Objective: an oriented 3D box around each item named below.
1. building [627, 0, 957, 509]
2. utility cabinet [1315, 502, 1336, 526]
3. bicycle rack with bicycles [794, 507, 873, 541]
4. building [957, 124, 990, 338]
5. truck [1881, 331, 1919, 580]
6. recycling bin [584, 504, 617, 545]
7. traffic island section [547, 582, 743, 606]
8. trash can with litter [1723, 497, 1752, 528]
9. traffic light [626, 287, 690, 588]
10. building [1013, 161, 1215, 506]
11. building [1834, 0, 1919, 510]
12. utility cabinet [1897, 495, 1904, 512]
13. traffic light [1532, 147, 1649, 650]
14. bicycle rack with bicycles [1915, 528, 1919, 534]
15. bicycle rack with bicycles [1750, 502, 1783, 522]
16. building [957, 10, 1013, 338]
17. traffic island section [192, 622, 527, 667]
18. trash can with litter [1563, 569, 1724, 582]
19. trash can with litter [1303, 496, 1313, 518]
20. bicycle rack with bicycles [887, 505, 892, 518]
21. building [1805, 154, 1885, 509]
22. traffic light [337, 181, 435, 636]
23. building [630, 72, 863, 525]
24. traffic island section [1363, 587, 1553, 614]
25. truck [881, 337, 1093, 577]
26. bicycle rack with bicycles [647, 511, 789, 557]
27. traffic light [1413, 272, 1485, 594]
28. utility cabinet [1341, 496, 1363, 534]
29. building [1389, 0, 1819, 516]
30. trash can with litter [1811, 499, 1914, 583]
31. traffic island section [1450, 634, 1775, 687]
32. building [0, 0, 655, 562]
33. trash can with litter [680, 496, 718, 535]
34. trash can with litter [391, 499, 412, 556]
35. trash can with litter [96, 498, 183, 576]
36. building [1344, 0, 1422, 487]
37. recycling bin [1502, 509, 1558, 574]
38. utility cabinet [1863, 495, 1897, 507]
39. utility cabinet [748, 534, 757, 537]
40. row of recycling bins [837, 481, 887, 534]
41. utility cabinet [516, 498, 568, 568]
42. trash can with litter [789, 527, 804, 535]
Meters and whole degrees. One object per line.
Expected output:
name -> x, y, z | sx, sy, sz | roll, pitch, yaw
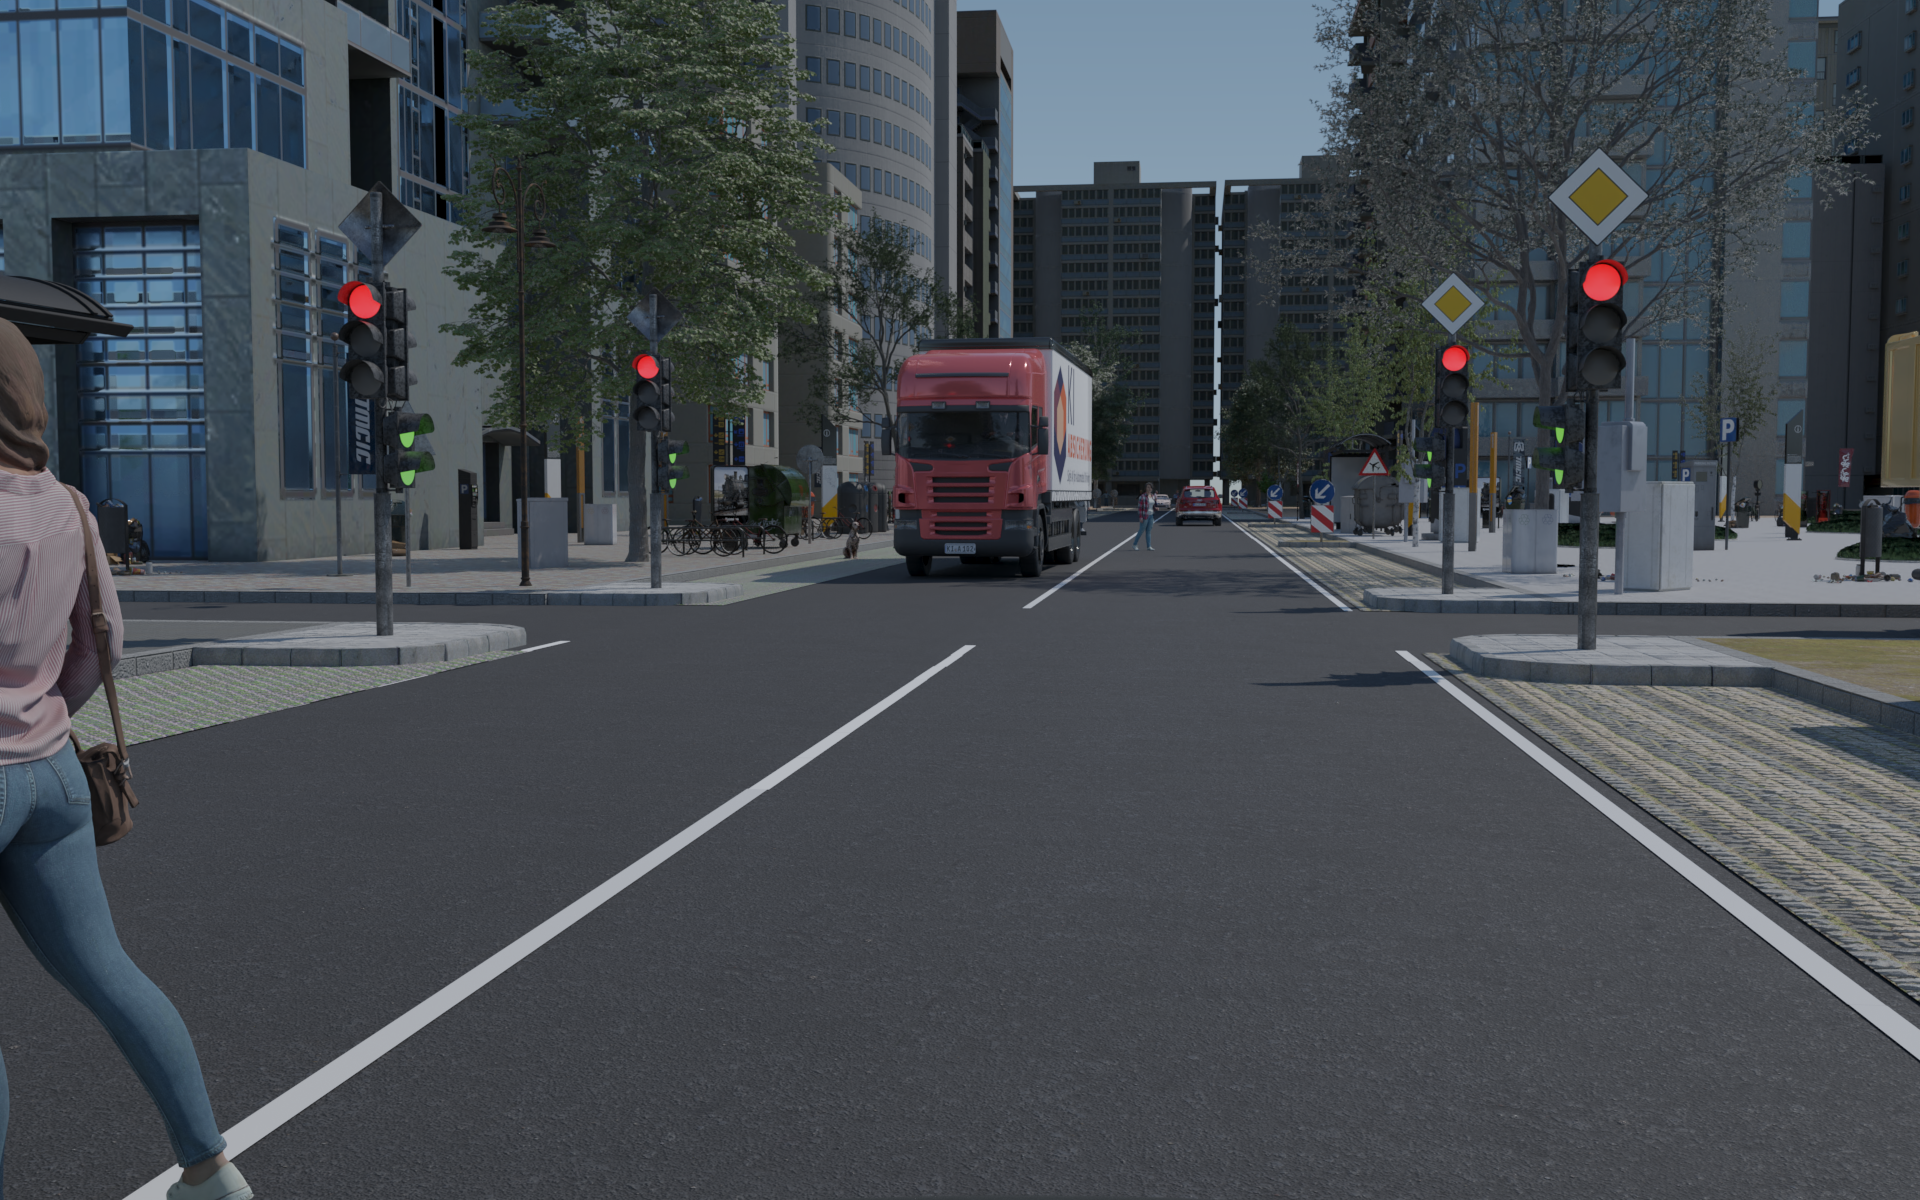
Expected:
building -> -12.522, -35.041, 114.915 | 21.231, 58.520, 28.212 | 0, 4, 8
utility cabinet -> 14.814, -3.711, 69.358 | 1.173, 1.500, 0.318 | 0, 4, -3
bicycle rack with bicycles -> -4.288, -2.172, 48.891 | 2.925, 0.926, 2.852 | 3, 4, 37
building -> -5.408, -22.289, 136.121 | 14.160, 30.474, 14.107 | 0, 4, 8
truck -> 14.461, -1.262, 16.551 | 9.791, 3.379, 3.469 | 1, 4, 10
recycling bin -> -9.111, -1.916, 43.878 | 0.722, 1.027, 0.722 | 0, 4, -2
traffic island section -> -4.166, -0.084, 23.652 | 2.009, 0.180, 2.903 | 0, 4, 8
trash can with litter -> 29.166, -3.282, 65.043 | 0.624, 1.170, 1.055 | -2, 4, -25
traffic light -> -4.128, -2.116, 23.512 | 0.839, 4.253, 0.868 | 0, 4, 8
building -> 18.393, -31.379, 204.923 | 23.993, 40.220, 32.217 | 0, 4, 8
building -> 87.597, -31.842, 144.323 | 21.600, 48.544, 21.300 | 0, 4, 8
utility cabinet -> 42.342, -4.116, 78.457 | 1.020, 1.237, 0.306 | -2, 4, -29
traffic light -> 5.165, -1.547, 14.211 | 0.839, 4.253, 0.868 | 0, 4, 8
bicycle rack with bicycles -> 27.467, -2.040, 46.734 | 2.925, 0.926, 2.852 | -1, 4, -11
bicycle rack with bicycles -> 37.710, -4.143, 81.123 | 2.852, 0.926, 2.925 | 2, 4, 35
building -> -2.889, -31.180, 159.903 | 14.200, 45.320, 14.600 | 0, 4, 8
traffic island section -> -5.242, 0.400, 15.739 | 2.009, 0.180, 2.903 | 0, 4, 8
trash can with litter -> 10.125, -0.913, 25.989 | 1.678, 1.210, 2.233 | -2, 4, -29
trash can with litter -> 18.999, -5.061, 94.135 | 1.055, 1.170, 0.624 | -3, 5, -41
bicycle rack with bicycles -> -2.750, -4.299, 83.670 | 2.852, 0.926, 2.925 | 1, 4, 14
building -> 70.208, -23.194, 150.929 | 14.107, 30.474, 14.160 | 0, 4, 8
traffic light -> -5.203, -1.632, 15.599 | 0.839, 4.253, 0.868 | 0, 4, 8
building -> -21.252, -14.793, 86.898 | 27.650, 21.520, 28.899 | 0, 4, 8
traffic island section -> 6.279, 0.003, 22.232 | 2.009, 0.180, 2.903 | 0, 4, 8
truck -> 0.824, -2.723, 33.437 | 2.839, 4.237, 11.283 | 1, 4, 9
bicycle rack with bicycles -> -5.287, -1.394, 36.170 | 2.925, 0.926, 2.852 | 1, 4, 8
traffic light -> 6.241, -2.031, 22.123 | 0.839, 4.253, 0.868 | 0, 4, 8
utility cabinet -> 12.744, -2.765, 56.367 | 0.306, 1.237, 1.020 | -1, 4, -15
building -> 42.015, -30.325, 115.419 | 23.786, 49.044, 30.456 | 0, 4, 8
trash can with litter -> 13.241, -0.897, 25.717 | 2.233, 1.210, 1.678 | -3, 4, -39
traffic island section -> 5.203, 0.487, 14.319 | 2.009, 0.180, 2.903 | 0, 4, 8
building -> -22.204, -44.902, 46.817 | 22.319, 86.520, 31.000 | 0, 4, 8
trash can with litter -> -8.109, -2.694, 55.098 | 1.678, 1.210, 2.233 | 1, 4, 14
trash can with litter -> -11.633, -1.507, 36.025 | 0.624, 1.170, 1.055 | -2, 4, -26
trash can with litter -> -13.806, -1.019, 27.717 | 2.233, 1.210, 1.678 | 1, 4, 14
building -> 44.168, -30.042, 145.810 | 22.147, 44.769, 28.867 | 0, 4, 8
recycling bin -> 9.260, -0.954, 28.151 | 0.722, 1.027, 0.722 | 0, 4, 4
utility cabinet -> 34.966, -3.350, 65.936 | 1.020, 1.237, 0.306 | 3, 4, 37
utility cabinet -> -6.355, -2.451, 51.239 | 1.020, 1.237, 0.306 | 1, 4, 22
row of recycling bins -> -3.260, -3.054, 57.050 | 1.069, 1.692, 3.534 | 1, 4, 14
utility cabinet -> -7.318, -1.175, 30.371 | 0.306, 1.237, 1.020 | 2, 4, 27
trash can with litter -> -5.286, -2.608, 54.023 | 0.624, 1.170, 1.055 | 2, 4, 25
